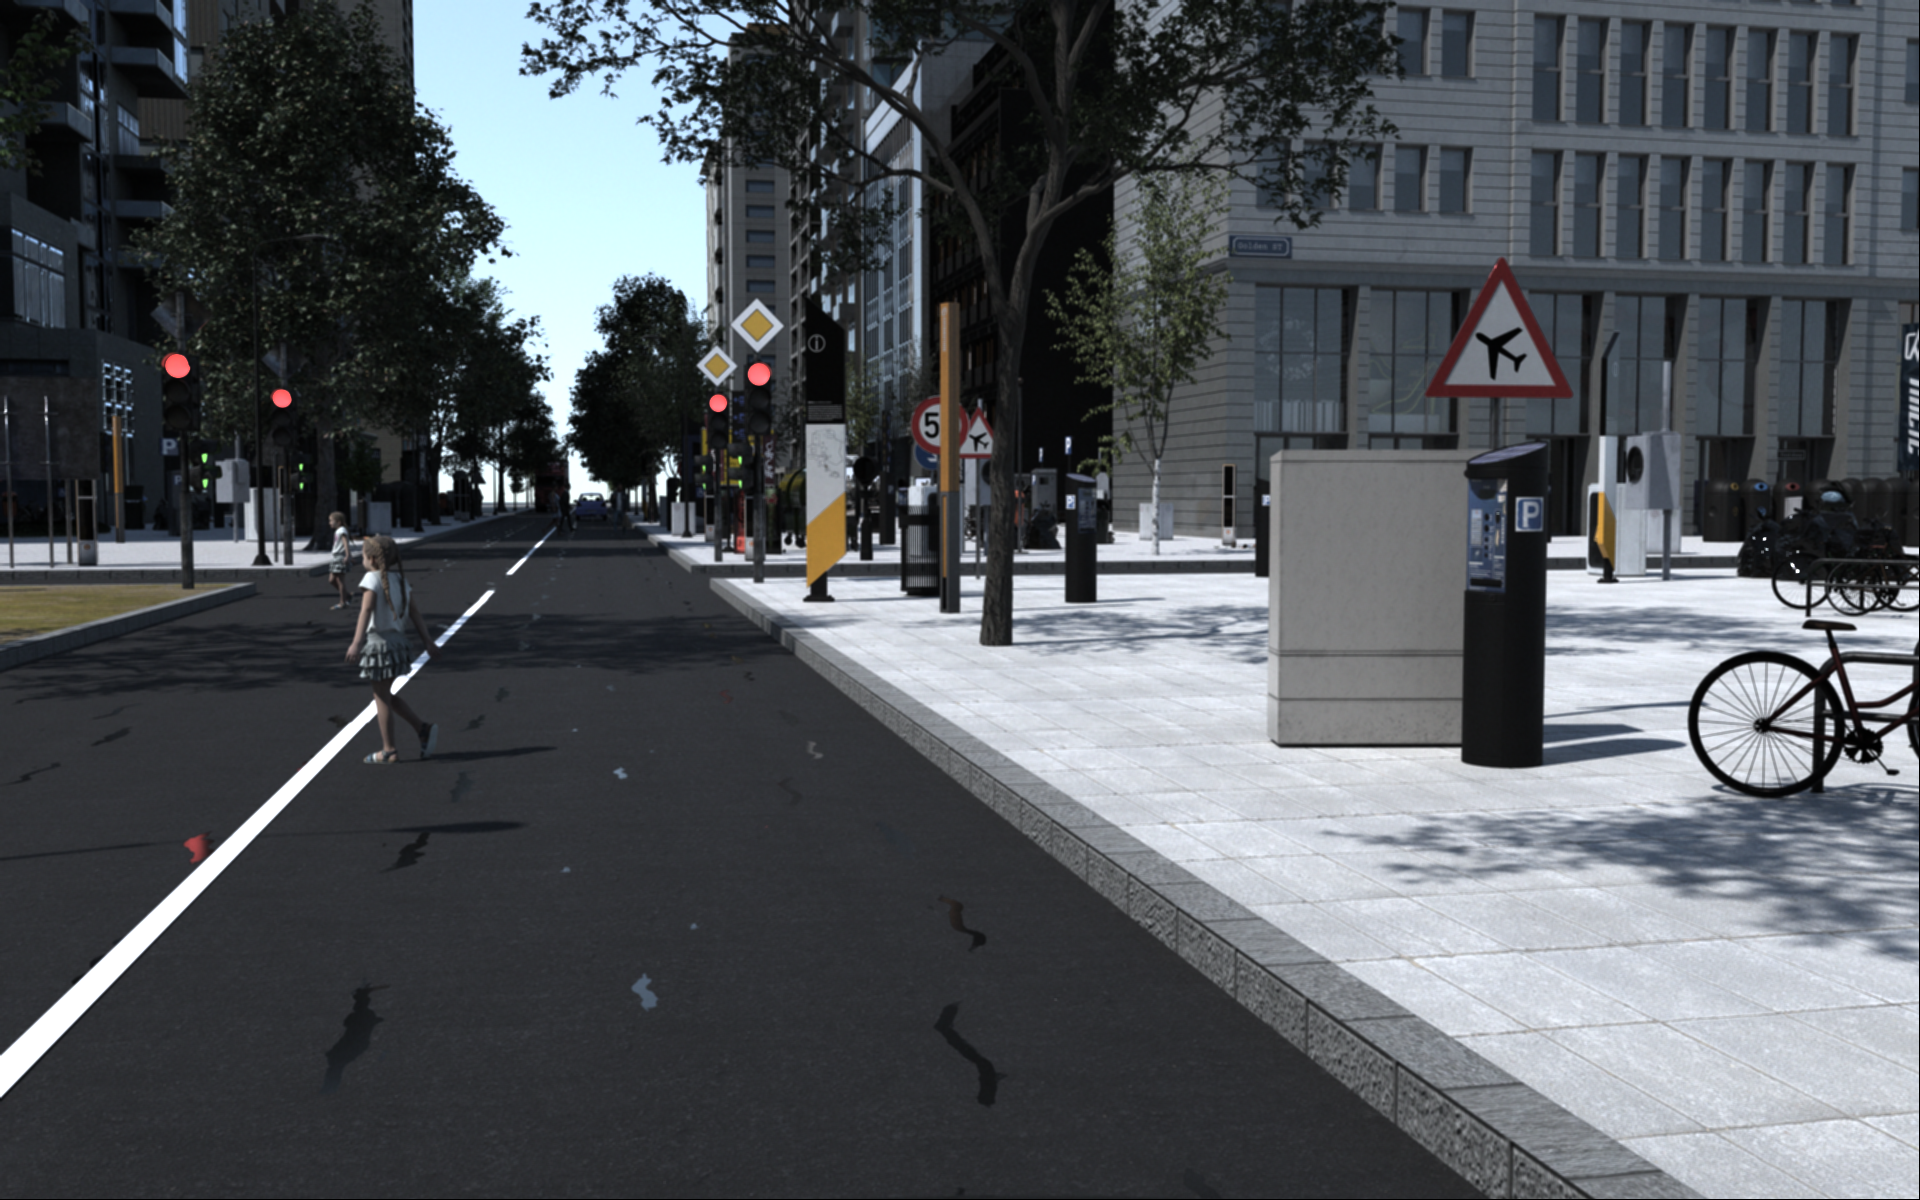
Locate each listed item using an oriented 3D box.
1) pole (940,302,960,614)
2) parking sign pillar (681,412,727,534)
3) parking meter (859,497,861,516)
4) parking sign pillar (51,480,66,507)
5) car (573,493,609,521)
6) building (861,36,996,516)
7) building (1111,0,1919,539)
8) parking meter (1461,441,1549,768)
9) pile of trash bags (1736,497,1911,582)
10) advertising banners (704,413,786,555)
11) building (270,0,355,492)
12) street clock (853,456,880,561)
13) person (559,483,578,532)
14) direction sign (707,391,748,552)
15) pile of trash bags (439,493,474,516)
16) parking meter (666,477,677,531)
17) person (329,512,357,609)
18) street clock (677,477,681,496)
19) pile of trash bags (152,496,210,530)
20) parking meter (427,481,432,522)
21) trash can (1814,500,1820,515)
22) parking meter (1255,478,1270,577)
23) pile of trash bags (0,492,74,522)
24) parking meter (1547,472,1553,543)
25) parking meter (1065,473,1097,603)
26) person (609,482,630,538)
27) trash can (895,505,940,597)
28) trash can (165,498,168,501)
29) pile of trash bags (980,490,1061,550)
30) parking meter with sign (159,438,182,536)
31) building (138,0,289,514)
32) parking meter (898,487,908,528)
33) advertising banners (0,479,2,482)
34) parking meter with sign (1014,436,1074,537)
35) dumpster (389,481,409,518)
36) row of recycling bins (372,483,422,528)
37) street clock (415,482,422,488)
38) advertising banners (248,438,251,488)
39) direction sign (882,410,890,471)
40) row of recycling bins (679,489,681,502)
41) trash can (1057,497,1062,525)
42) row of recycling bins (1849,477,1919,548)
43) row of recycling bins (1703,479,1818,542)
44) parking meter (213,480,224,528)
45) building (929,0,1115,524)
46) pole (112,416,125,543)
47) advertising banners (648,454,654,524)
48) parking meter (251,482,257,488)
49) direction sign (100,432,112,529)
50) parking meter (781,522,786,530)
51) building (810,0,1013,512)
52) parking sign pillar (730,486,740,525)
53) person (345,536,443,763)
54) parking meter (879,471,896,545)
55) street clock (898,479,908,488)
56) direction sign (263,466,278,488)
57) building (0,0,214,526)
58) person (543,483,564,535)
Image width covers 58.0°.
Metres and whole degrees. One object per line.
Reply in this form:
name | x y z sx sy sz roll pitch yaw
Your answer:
pole | -0.107 -1.513 18.586 0.158 3.312 0.155 0 3 0
parking sign pillar | -8.506 -4.186 56.910 1.447 3.967 1.447 0 4 -7
parking meter | -6.030 -5.712 101.801 0.372 1.533 0.369 0 3 0
parking sign pillar | -34.137 -4.724 65.702 1.447 3.967 1.447 -2 4 -33
car | -20.272 -5.238 95.229 1.945 1.707 3.694 -1 4 -12
building | 1.790 -17.297 100.832 12.078 24.808 19.932 -1 4 -12
building | 20.833 -17.084 56.815 29.804 29.767 11.434 -1 4 -12
parking meter | 2.590 0.011 8.233 0.372 1.533 0.369 0 3 0
pile of trash bags | 13.690 -1.000 26.099 3.447 1.369 1.912 0 4 7
advertising banners | -4.614 -2.496 36.999 2.074 3.025 0.090 2 4 29
building | -60.170 -30.450 147.974 14.600 45.320 14.200 -1 4 -12
street clock | -1.808 -1.766 33.450 0.471 2.002 0.358 1 4 22
person | -15.039 -3.553 66.372 0.755 1.850 0.659 -1 4 -12
direction sign | -5.104 -2.820 38.101 0.876 3.537 0.379 0 4 -1
pile of trash bags | -29.612 -5.572 100.853 1.912 1.369 3.447 0 4 2
parking meter | -10.012 -3.329 60.138 0.255 1.863 0.399 -2 4 -28
person | -7.648 -0.493 21.572 0.382 1.210 0.505 -2 4 -35
street clock | -12.273 -4.287 74.660 0.471 2.002 0.358 -3 5 -41
pile of trash bags | -27.688 -3.168 61.553 1.912 1.369 3.447 -2 4 -25
parking meter | -24.344 -4.526 79.715 0.255 1.863 0.399 0 4 -2
trash can | 21.611 -1.920 43.040 0.748 1.137 0.748 0 3 0
parking meter | 4.774 -1.128 26.850 0.372 1.533 0.369 0 3 0
pile of trash bags | -33.083 -3.179 61.731 1.912 1.369 3.447 0 4 -1
parking meter | 15.327 -2.433 45.494 0.399 1.863 0.255 -2 4 -28
parking meter | 1.432 -0.739 20.494 0.372 1.533 0.369 0 3 0
person | -11.057 -2.936 56.488 0.794 1.824 0.713 1 4 11
trash can | -0.445 -0.625 21.869 0.748 1.137 0.748 0 3 0
trash can | -25.517 -2.745 56.539 0.748 1.137 0.748 0 3 0
pile of trash bags | 1.378 -1.925 41.232 1.912 1.369 3.447 0 4 -1
parking meter with sign | -24.040 -3.475 53.085 0.543 3.016 1.738 -3 4 -36
building | -59.148 -31.924 111.203 28.713 52.752 27.495 -1 4 -12
parking meter | -2.122 -3.451 64.842 0.372 1.533 0.369 0 3 0
advertising banners | -21.358 -2.484 36.797 2.074 3.025 0.090 -1 4 -17
parking meter with sign | 2.514 -3.413 52.069 1.738 3.016 0.543 -1 4 -17
dumpster | -24.894 -4.366 77.148 1.264 1.857 1.865 -1 4 -12
row of recycling bins | -22.411 -3.628 66.434 3.534 1.692 1.069 0 4 3
street clock | -26.051 -4.808 83.183 0.358 2.002 0.471 1 4 15
advertising banners | -21.132 -3.393 51.661 0.090 3.025 2.074 -1 4 -18
direction sign | -2.019 -3.378 47.233 0.379 3.537 0.876 1 4 11
row of recycling bins | -15.809 -5.928 104.042 1.069 1.692 3.534 1 4 16
trash can | 3.957 -3.723 72.530 0.748 1.137 0.748 0 3 0
row of recycling bins | 23.018 -2.199 43.070 1.069 1.692 3.534 -1 4 -9
row of recycling bins | 21.707 -2.403 46.407 3.534 1.692 1.069 0 4 -1
parking meter | -28.134 -3.670 65.723 0.399 1.863 0.255 3 5 42
building | 6.077 -15.503 83.144 12.332 23.373 15.834 -1 4 -12
pole | -22.050 -3.152 45.385 0.158 3.312 0.155 0 3 0
advertising banners | -13.492 -4.868 75.781 0.090 3.025 2.074 0 4 -4
parking meter | -34.323 -4.790 84.027 0.399 1.863 0.255 1 4 20
direction sign | -31.367 -4.375 63.528 0.379 3.537 0.876 -1 4 -12
parking meter | -6.396 -3.260 61.713 0.372 1.533 0.369 0 3 0
building | 0.390 -31.539 135.263 23.786 49.044 30.456 -1 4 -12
parking sign pillar | -9.001 -4.883 68.304 1.447 3.967 1.447 0 4 -4
person | -3.018 0.266 9.167 0.382 1.210 0.505 1 4 17
parking meter | -1.837 -2.340 43.962 0.255 1.863 0.399 3 5 42
street clock | -2.695 -4.720 81.737 0.358 2.002 0.471 -3 4 -38
direction sign | -33.364 -5.613 83.770 0.876 3.537 0.379 1 4 17
building | -47.787 -46.811 78.032 22.319 86.520 31.000 -1 4 -12
person | -13.999 -3.120 59.614 0.778 1.811 0.616 0 4 -2
